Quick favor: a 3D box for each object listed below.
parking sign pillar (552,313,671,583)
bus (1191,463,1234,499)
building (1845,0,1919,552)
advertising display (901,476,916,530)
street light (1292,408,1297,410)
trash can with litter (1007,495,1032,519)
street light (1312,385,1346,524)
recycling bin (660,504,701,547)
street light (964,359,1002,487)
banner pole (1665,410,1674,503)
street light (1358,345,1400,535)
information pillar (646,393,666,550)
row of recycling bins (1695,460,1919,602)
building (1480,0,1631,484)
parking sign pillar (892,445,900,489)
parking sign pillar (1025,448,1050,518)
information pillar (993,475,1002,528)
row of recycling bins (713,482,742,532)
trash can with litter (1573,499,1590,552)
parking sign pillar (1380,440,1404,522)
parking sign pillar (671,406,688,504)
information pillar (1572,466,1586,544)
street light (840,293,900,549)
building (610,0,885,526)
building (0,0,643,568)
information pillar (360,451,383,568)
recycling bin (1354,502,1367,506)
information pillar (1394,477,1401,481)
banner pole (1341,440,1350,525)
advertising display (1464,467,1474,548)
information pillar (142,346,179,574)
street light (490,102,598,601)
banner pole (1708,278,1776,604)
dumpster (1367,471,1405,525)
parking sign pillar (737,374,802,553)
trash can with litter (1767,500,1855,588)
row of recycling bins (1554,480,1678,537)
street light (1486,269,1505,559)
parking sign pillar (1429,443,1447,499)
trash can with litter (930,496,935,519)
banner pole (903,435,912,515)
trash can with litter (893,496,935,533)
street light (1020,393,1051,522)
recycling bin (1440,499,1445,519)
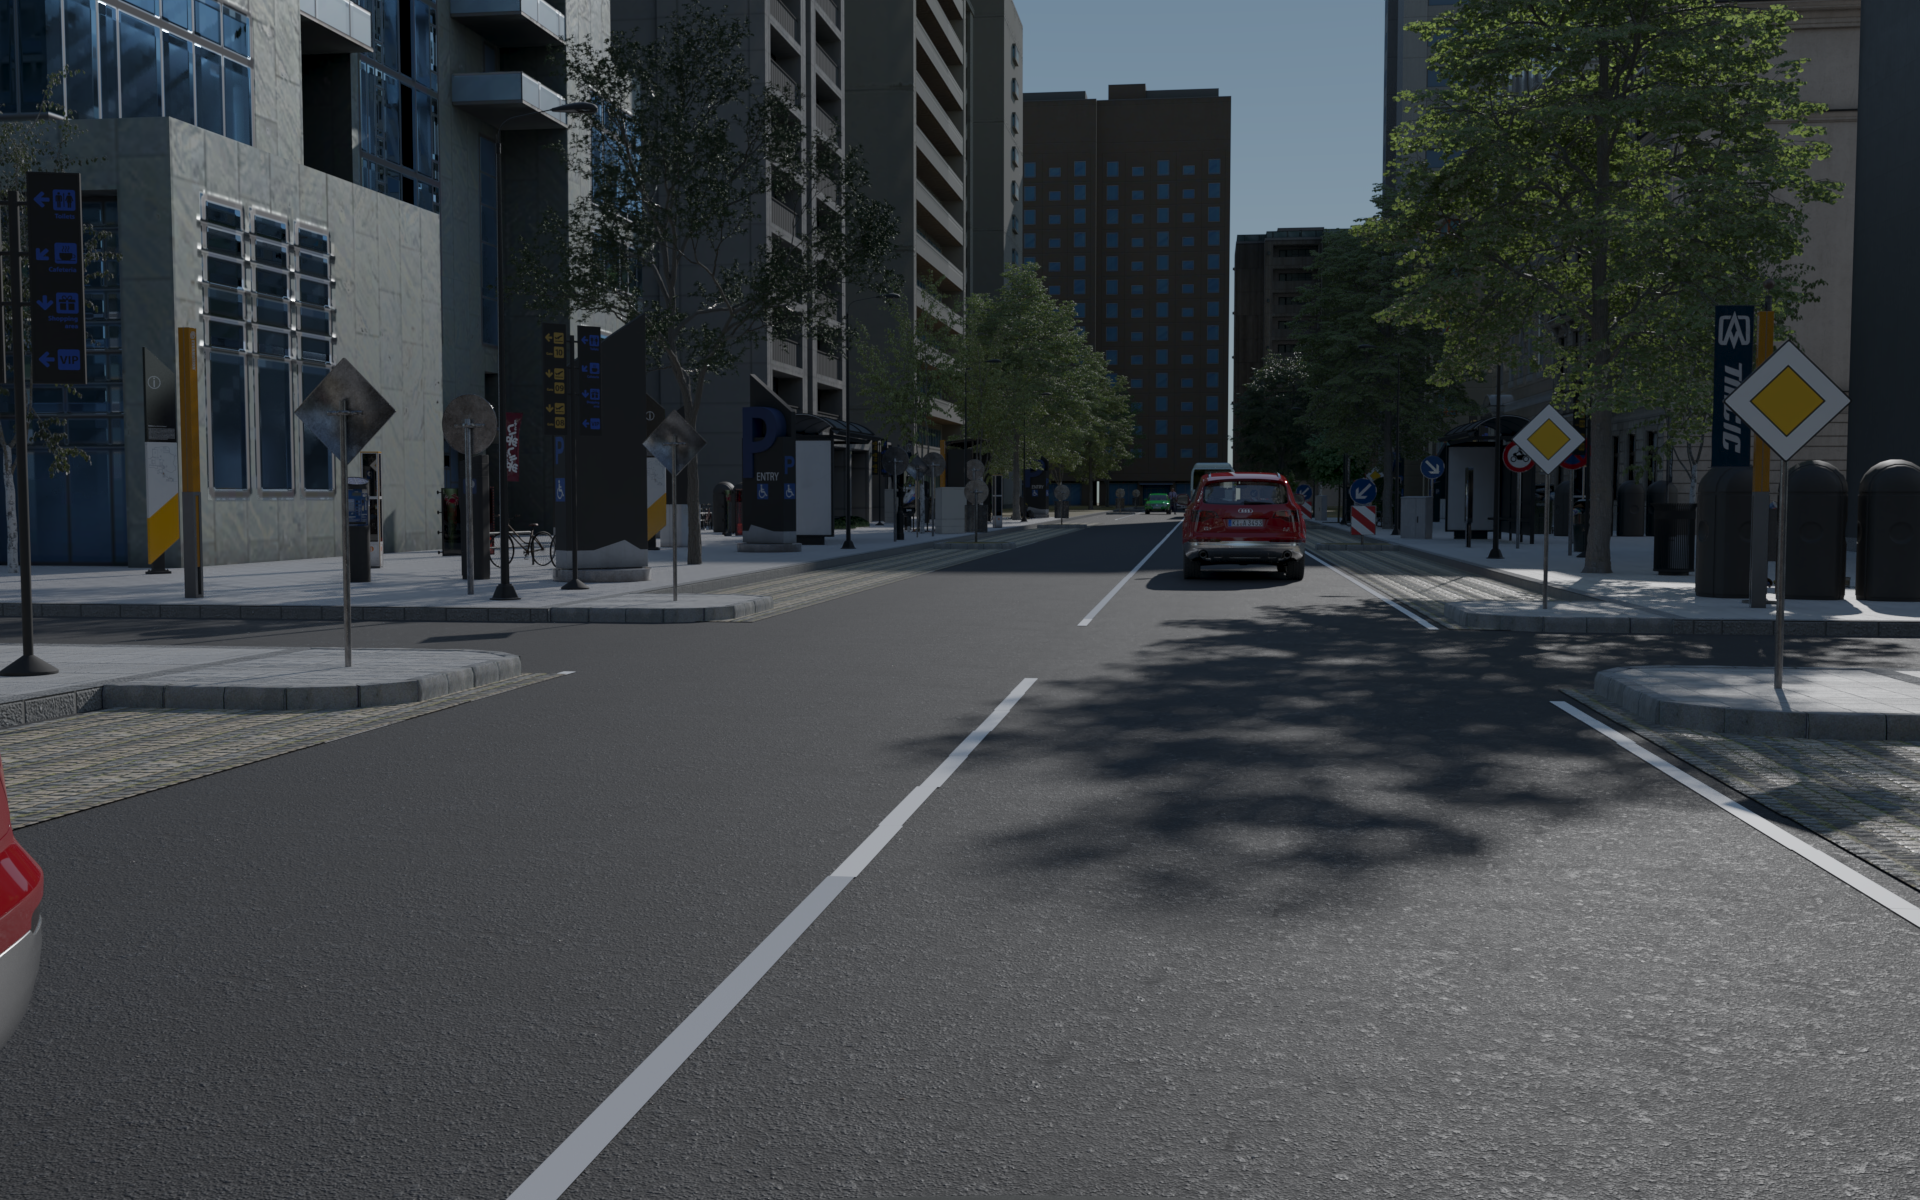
[{"bbox_3d":[-5.316,-2.272,25.624,1.447,3.967,1.447,-3,4,-36],"label":"parking sign pillar"},{"bbox_3d":[15.996,-6.967,108.774,2.948,3.499,13.247,1,4,9],"label":"bus"},{"bbox_3d":[30.723,-14.442,29.631,24.014,27.812,14.314,0,4,8],"label":"building"},{"bbox_3d":[-1.842,-3.423,61.176,0.123,1.923,0.974,2,4,27],"label":"advertising display"},{"bbox_3d":[18.484,-7.369,93.017,1.470,5.913,1.316,0,4,8],"label":"street light"},{"bbox_3d":[2.888,-4.718,88.195,1.678,1.210,2.233,2,4,29],"label":"trash can with litter"},{"bbox_3d":[15.749,-6.172,73.449,1.470,5.913,1.316,0,4,8],"label":"street light"},{"bbox_3d":[-6.784,-1.802,42.022,0.722,1.027,0.722,2,4,35],"label":"recycling bin"},{"bbox_3d":[0.733,-5.340,59.855,1.470,5.913,1.316,0,4,8],"label":"street light"},{"bbox_3d":[19.348,-3.500,47.235,0.401,3.779,0.863,1,4,11],"label":"banner pole"},{"bbox_3d":[13.054,-4.975,53.875,1.470,5.913,1.316,0,4,8],"label":"street light"},{"bbox_3d":[-6.959,-2.942,39.460,0.504,3.616,0.183,0,4,4],"label":"information pillar"},{"bbox_3d":[10.914,-0.858,21.135,3.534,1.692,1.069,1,4,18],"label":"row of recycling bins"},{"bbox_3d":[32.995,-18.060,81.189,13.634,28.700,20.117,0,4,8],"label":"building"},{"bbox_3d":[-3.446,-6.427,93.550,1.447,3.967,1.447,0,4,-2],"label":"parking sign pillar"},{"bbox_3d":[4.131,-6.434,93.673,1.447,3.967,1.447,2,4,26],"label":"parking sign pillar"},{"bbox_3d":[1.423,-3.745,65.728,0.304,2.012,0.304,-1,4,-19],"label":"information pillar"},{"bbox_3d":[-6.726,-3.082,57.500,3.534,1.692,1.069,2,4,29],"label":"row of recycling bins"},{"bbox_3d":[13.850,-1.665,38.614,0.624,1.170,1.055,1,4,14],"label":"trash can with litter"},{"bbox_3d":[19.977,-5.557,79.325,1.447,3.967,1.447,0,4,0],"label":"parking sign pillar"},{"bbox_3d":[-8.486,-3.821,50.941,1.447,3.967,1.447,1,4,13],"label":"parking sign pillar"},{"bbox_3d":[16.028,-2.465,44.792,0.304,2.012,0.304,3,5,40],"label":"information pillar"},{"bbox_3d":[-2.079,-4.144,40.298,1.470,5.913,1.316,0,4,8],"label":"street light"},{"bbox_3d":[-14.027,-39.103,77.584,20.563,71.187,20.611,0,4,8],"label":"building"},{"bbox_3d":[-22.326,-44.743,44.214,22.319,86.520,31.000,0,4,8],"label":"building"},{"bbox_3d":[-10.163,-1.556,29.930,0.304,2.012,0.304,-1,4,-9],"label":"information pillar"},{"bbox_3d":[18.955,-4.268,82.333,0.722,1.027,0.722,-1,4,-15],"label":"recycling bin"},{"bbox_3d":[19.271,-4.398,76.404,0.304,2.012,0.304,0,4,3],"label":"information pillar"},{"bbox_3d":[15.879,-4.950,70.952,0.401,3.779,0.863,0,4,-1],"label":"banner pole"},{"bbox_3d":[12.284,-2.239,41.820,0.123,1.923,0.974,1,4,12],"label":"advertising display"},{"bbox_3d":[-12.812,-2.226,27.752,0.183,3.616,0.504,3,5,42],"label":"information pillar"},{"bbox_3d":[-4.982,-2.949,20.754,1.470,5.913,1.316,0,4,8],"label":"street light"},{"bbox_3d":[9.165,-1.847,20.220,0.863,3.779,0.401,0,4,-1],"label":"banner pole"},{"bbox_3d":[17.091,-4.119,69.836,1.502,2.255,1.985,0,4,8],"label":"dumpster"},{"bbox_3d":[-4.252,-3.061,38.514,1.447,3.967,1.447,3,5,39],"label":"parking sign pillar"},{"bbox_3d":[11.558,-0.791,23.997,2.233,1.210,1.678,2,4,28],"label":"trash can with litter"},{"bbox_3d":[19.872,-2.774,52.472,3.534,1.692,1.069,0,4,7],"label":"row of recycling bins"},{"bbox_3d":[10.111,-3.780,34.336,1.470,5.913,1.316,0,4,8],"label":"street light"},{"bbox_3d":[24.961,-6.241,90.516,1.447,3.967,1.447,3,4,37],"label":"parking sign pillar"},{"bbox_3d":[-1.200,-4.614,86.821,1.055,1.170,0.624,-3,4,-39],"label":"trash can with litter"},{"bbox_3d":[-2.169,-4.962,71.151,0.401,3.779,0.863,-2,4,-33],"label":"banner pole"},{"bbox_3d":[-1.099,-2.864,57.885,1.678,1.210,2.233,-2,4,-35],"label":"trash can with litter"},{"bbox_3d":[3.491,-6.546,79.561,1.470,5.913,1.316,0,4,8],"label":"street light"},{"bbox_3d":[24.871,-4.624,88.161,0.722,1.027,0.722,-1,4,-16],"label":"recycling bin"}]
